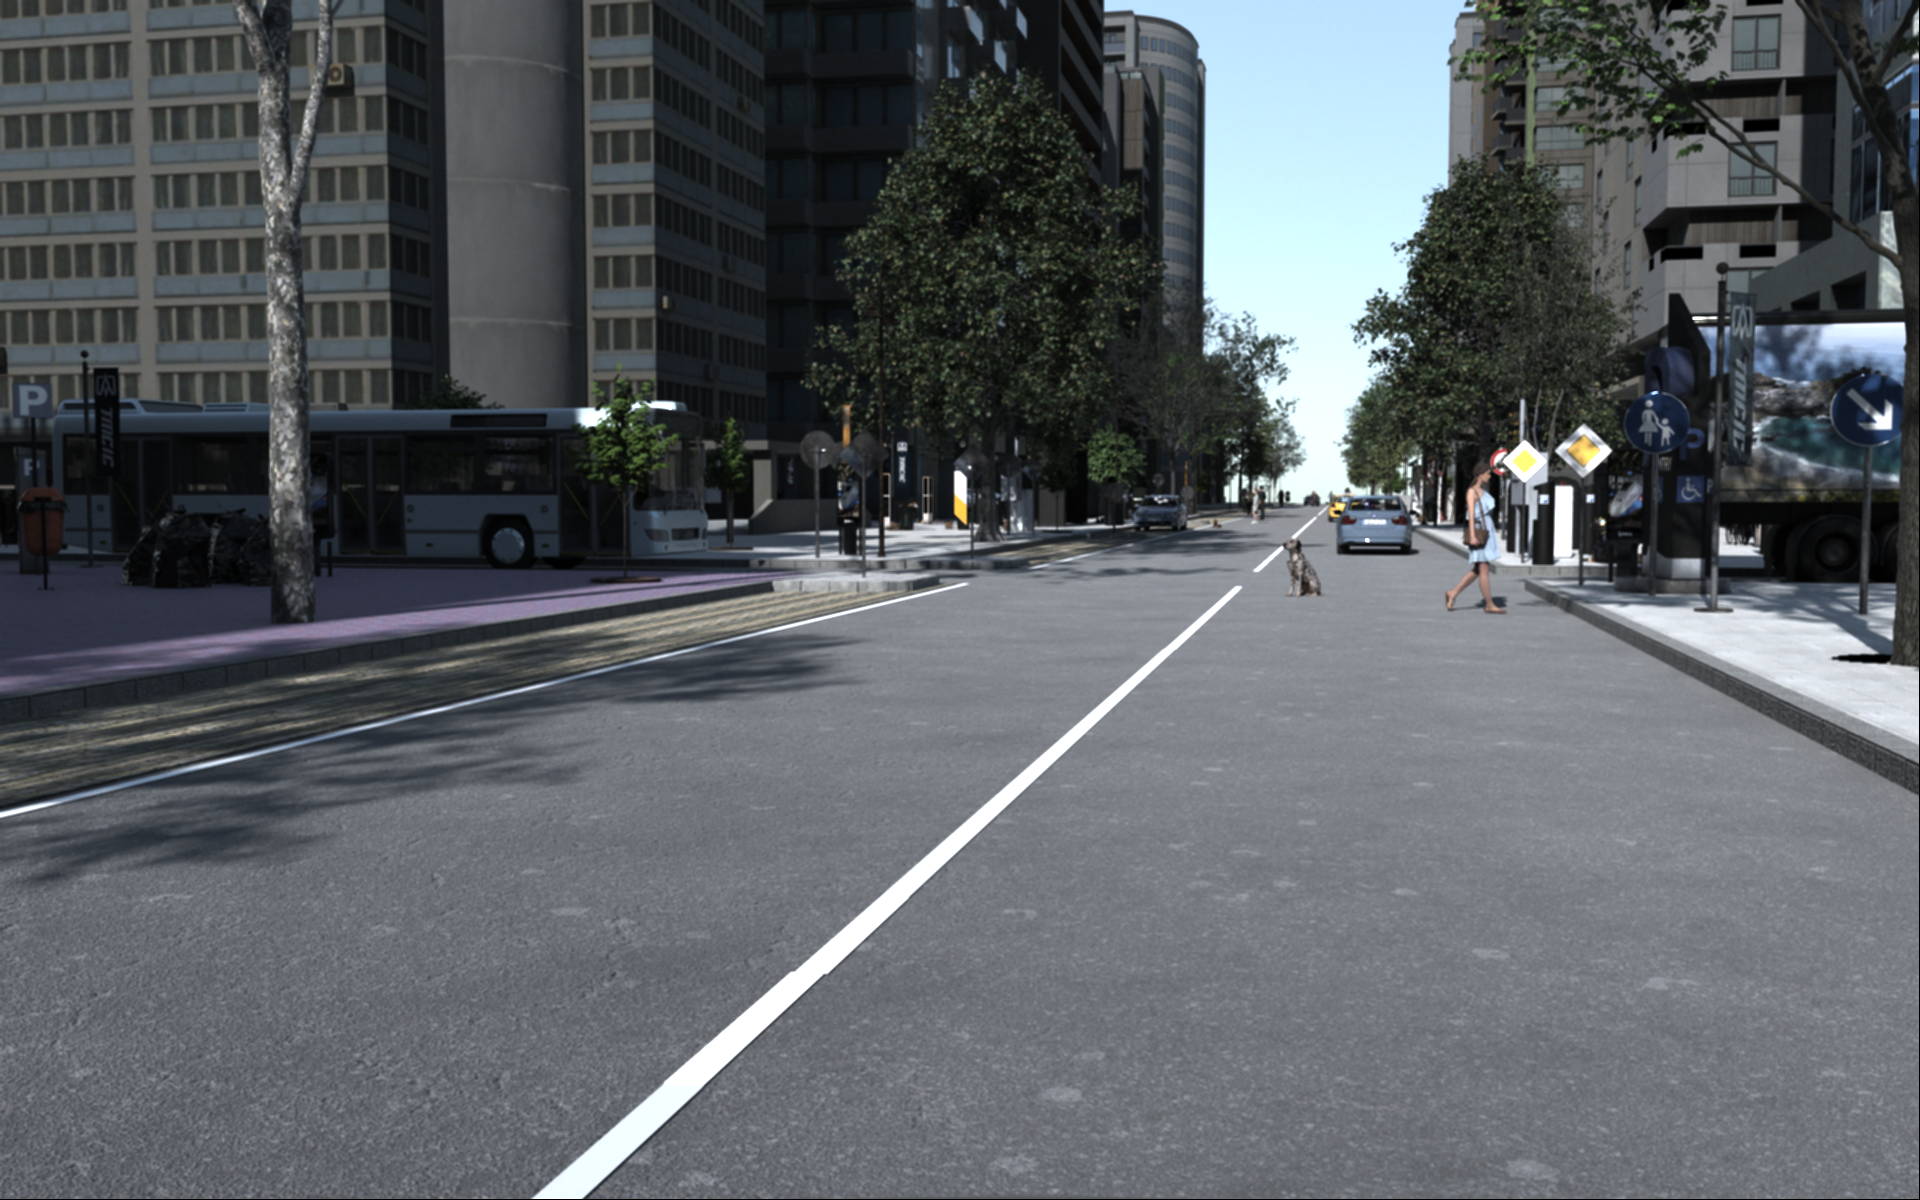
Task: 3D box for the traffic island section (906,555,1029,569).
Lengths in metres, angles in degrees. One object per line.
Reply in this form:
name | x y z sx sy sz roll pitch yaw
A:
traffic island section | 0.221 -0.742 34.415 2.009 0.180 2.903 1 4 12

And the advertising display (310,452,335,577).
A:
advertising display | -10.169 -1.334 27.025 0.974 1.923 0.123 2 4 24

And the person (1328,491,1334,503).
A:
person | 46.366 -12.704 216.290 1.350 1.814 0.705 -2 4 -34

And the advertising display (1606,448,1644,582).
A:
advertising display | 9.530 -1.192 24.699 0.123 1.923 0.974 -1 4 -10

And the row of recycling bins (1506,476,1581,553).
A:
row of recycling bins | 13.183 -1.962 39.198 1.069 1.692 3.534 2 4 34

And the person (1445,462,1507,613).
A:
person | 6.217 -0.753 20.903 0.778 1.811 0.616 3 4 38

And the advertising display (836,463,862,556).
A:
advertising display | -2.302 -1.905 36.356 0.123 1.923 0.974 -2 4 -33

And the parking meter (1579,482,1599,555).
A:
parking meter | 13.389 -1.741 36.882 0.372 1.533 0.369 0 3 0

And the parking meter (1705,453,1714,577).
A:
parking meter | 10.490 -1.152 24.552 0.399 1.863 0.255 -3 4 -39

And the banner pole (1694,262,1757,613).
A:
banner pole | 8.428 -1.769 18.936 0.863 3.779 0.401 -2 4 -33

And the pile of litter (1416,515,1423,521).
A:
pile of litter | 22.778 -4.290 84.098 1.719 0.858 1.176 -1 4 -19

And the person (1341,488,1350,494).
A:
person | 21.604 -5.410 97.226 0.793 1.790 0.793 -3 5 -39

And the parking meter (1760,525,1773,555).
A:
parking meter | 17.089 -1.719 36.515 0.372 1.533 0.369 0 3 0

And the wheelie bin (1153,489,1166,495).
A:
wheelie bin | 12.384 -6.099 107.619 0.980 1.594 0.693 2 4 29

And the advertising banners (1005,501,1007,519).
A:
advertising banners | 2.702 -5.669 88.873 0.090 3.025 2.074 -1 4 -19

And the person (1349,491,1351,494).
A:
person | 35.012 -8.975 156.037 0.742 1.727 0.445 -1 4 -18

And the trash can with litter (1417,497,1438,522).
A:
trash can with litter | 21.333 -4.128 78.881 1.055 1.170 0.624 -3 5 -40

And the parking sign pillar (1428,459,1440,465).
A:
parking sign pillar | 27.874 -6.958 102.240 1.447 3.967 1.447 0 4 -5

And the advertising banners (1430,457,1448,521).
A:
advertising banners | 22.794 -5.244 81.928 2.074 3.025 0.090 -3 5 -40

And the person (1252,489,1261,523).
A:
person | 14.525 -4.622 85.080 0.522 1.701 0.512 0 4 -3

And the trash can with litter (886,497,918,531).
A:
trash can with litter | -2.045 -3.031 60.952 1.055 1.170 0.624 -2 4 -31

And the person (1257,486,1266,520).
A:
person | 16.550 -5.347 95.286 0.474 1.900 0.648 2 4 24

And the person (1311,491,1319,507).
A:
person | 39.624 -11.261 193.172 0.990 1.755 0.434 0 4 -2

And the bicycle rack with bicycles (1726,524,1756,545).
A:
bicycle rack with bicycles | 19.740 -1.923 44.819 2.925 0.926 2.852 -3 5 -43

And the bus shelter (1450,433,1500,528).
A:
bus shelter | 20.375 -4.740 68.775 1.731 3.624 6.357 1 4 13

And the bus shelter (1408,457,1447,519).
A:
bus shelter | 24.693 -5.950 91.211 2.014 3.302 5.546 1 4 12

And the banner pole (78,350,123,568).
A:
banner pole | -15.022 -2.461 30.249 0.863 3.779 0.401 0 4 8

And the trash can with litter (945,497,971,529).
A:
trash can with litter | -0.113 -3.178 63.342 1.055 1.170 0.624 0 4 1

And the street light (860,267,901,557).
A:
street light | -1.607 -3.828 35.380 0.468 5.910 1.993 1 4 12

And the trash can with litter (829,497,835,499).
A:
trash can with litter | -5.604 -3.999 76.763 0.624 1.170 1.055 1 4 11

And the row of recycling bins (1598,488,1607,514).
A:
row of recycling bins | 28.115 -4.343 78.124 3.534 1.692 1.069 2 4 32

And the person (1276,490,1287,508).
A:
person | 33.654 -10.587 181.224 1.348 1.869 0.705 3 5 44

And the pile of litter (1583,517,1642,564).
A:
pile of litter | 12.336 -1.138 32.575 1.176 0.858 1.719 1 4 8

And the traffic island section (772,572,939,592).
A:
traffic island section | -1.498 -0.265 26.617 2.009 0.180 2.903 1 4 12

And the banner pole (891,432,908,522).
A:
banner pole | -2.470 -4.858 69.446 0.863 3.779 0.401 0 4 -4

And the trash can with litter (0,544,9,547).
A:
trash can with litter | -23.719 -1.858 41.436 1.678 1.210 2.233 0 4 -6

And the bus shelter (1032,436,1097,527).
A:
bus shelter | 4.262 -4.828 70.224 1.731 3.624 6.357 1 4 12

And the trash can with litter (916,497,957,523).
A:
trash can with litter | -1.111 -4.000 76.460 2.233 1.210 1.678 2 4 28

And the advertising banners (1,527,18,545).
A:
advertising banners | -24.839 -2.919 43.912 2.074 3.025 0.090 0 4 2

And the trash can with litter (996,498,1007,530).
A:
trash can with litter | 1.980 -3.047 61.200 1.055 1.170 0.624 1 4 21

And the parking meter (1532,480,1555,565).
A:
parking meter | 10.555 -1.401 31.314 0.372 1.533 0.369 0 3 0

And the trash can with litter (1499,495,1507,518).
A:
trash can with litter | 28.758 -4.924 91.566 1.678 1.210 2.233 -2 4 -33

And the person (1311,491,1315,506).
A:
person | 43.636 -12.576 214.097 1.348 1.826 0.705 3 5 43

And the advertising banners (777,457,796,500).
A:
advertising banners | -8.320 -5.032 78.454 2.074 3.025 0.090 -2 4 -35

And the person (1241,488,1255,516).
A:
person | 18.738 -6.304 111.584 1.348 1.823 0.705 0 3 0

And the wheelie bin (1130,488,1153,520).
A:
wheelie bin | 8.803 -4.716 85.007 0.980 1.594 0.693 1 4 20

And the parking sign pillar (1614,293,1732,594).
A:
parking sign pillar | 9.389 -2.095 22.719 1.447 3.967 1.447 0 4 5

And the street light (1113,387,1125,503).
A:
street light | 6.539 -6.068 71.994 0.468 5.910 1.993 1 4 12

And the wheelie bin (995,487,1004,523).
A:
wheelie bin | 1.492 -4.097 74.895 0.693 1.594 0.980 -2 4 -29

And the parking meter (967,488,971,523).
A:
parking meter | 0.488 -4.147 76.216 0.372 1.533 0.369 0 3 0

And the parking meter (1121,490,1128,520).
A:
parking meter | 8.226 -4.778 86.525 0.372 1.533 0.369 0 3 0

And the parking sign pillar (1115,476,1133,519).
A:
parking sign pillar | 8.501 -6.214 90.064 1.447 3.967 1.447 2 4 29
